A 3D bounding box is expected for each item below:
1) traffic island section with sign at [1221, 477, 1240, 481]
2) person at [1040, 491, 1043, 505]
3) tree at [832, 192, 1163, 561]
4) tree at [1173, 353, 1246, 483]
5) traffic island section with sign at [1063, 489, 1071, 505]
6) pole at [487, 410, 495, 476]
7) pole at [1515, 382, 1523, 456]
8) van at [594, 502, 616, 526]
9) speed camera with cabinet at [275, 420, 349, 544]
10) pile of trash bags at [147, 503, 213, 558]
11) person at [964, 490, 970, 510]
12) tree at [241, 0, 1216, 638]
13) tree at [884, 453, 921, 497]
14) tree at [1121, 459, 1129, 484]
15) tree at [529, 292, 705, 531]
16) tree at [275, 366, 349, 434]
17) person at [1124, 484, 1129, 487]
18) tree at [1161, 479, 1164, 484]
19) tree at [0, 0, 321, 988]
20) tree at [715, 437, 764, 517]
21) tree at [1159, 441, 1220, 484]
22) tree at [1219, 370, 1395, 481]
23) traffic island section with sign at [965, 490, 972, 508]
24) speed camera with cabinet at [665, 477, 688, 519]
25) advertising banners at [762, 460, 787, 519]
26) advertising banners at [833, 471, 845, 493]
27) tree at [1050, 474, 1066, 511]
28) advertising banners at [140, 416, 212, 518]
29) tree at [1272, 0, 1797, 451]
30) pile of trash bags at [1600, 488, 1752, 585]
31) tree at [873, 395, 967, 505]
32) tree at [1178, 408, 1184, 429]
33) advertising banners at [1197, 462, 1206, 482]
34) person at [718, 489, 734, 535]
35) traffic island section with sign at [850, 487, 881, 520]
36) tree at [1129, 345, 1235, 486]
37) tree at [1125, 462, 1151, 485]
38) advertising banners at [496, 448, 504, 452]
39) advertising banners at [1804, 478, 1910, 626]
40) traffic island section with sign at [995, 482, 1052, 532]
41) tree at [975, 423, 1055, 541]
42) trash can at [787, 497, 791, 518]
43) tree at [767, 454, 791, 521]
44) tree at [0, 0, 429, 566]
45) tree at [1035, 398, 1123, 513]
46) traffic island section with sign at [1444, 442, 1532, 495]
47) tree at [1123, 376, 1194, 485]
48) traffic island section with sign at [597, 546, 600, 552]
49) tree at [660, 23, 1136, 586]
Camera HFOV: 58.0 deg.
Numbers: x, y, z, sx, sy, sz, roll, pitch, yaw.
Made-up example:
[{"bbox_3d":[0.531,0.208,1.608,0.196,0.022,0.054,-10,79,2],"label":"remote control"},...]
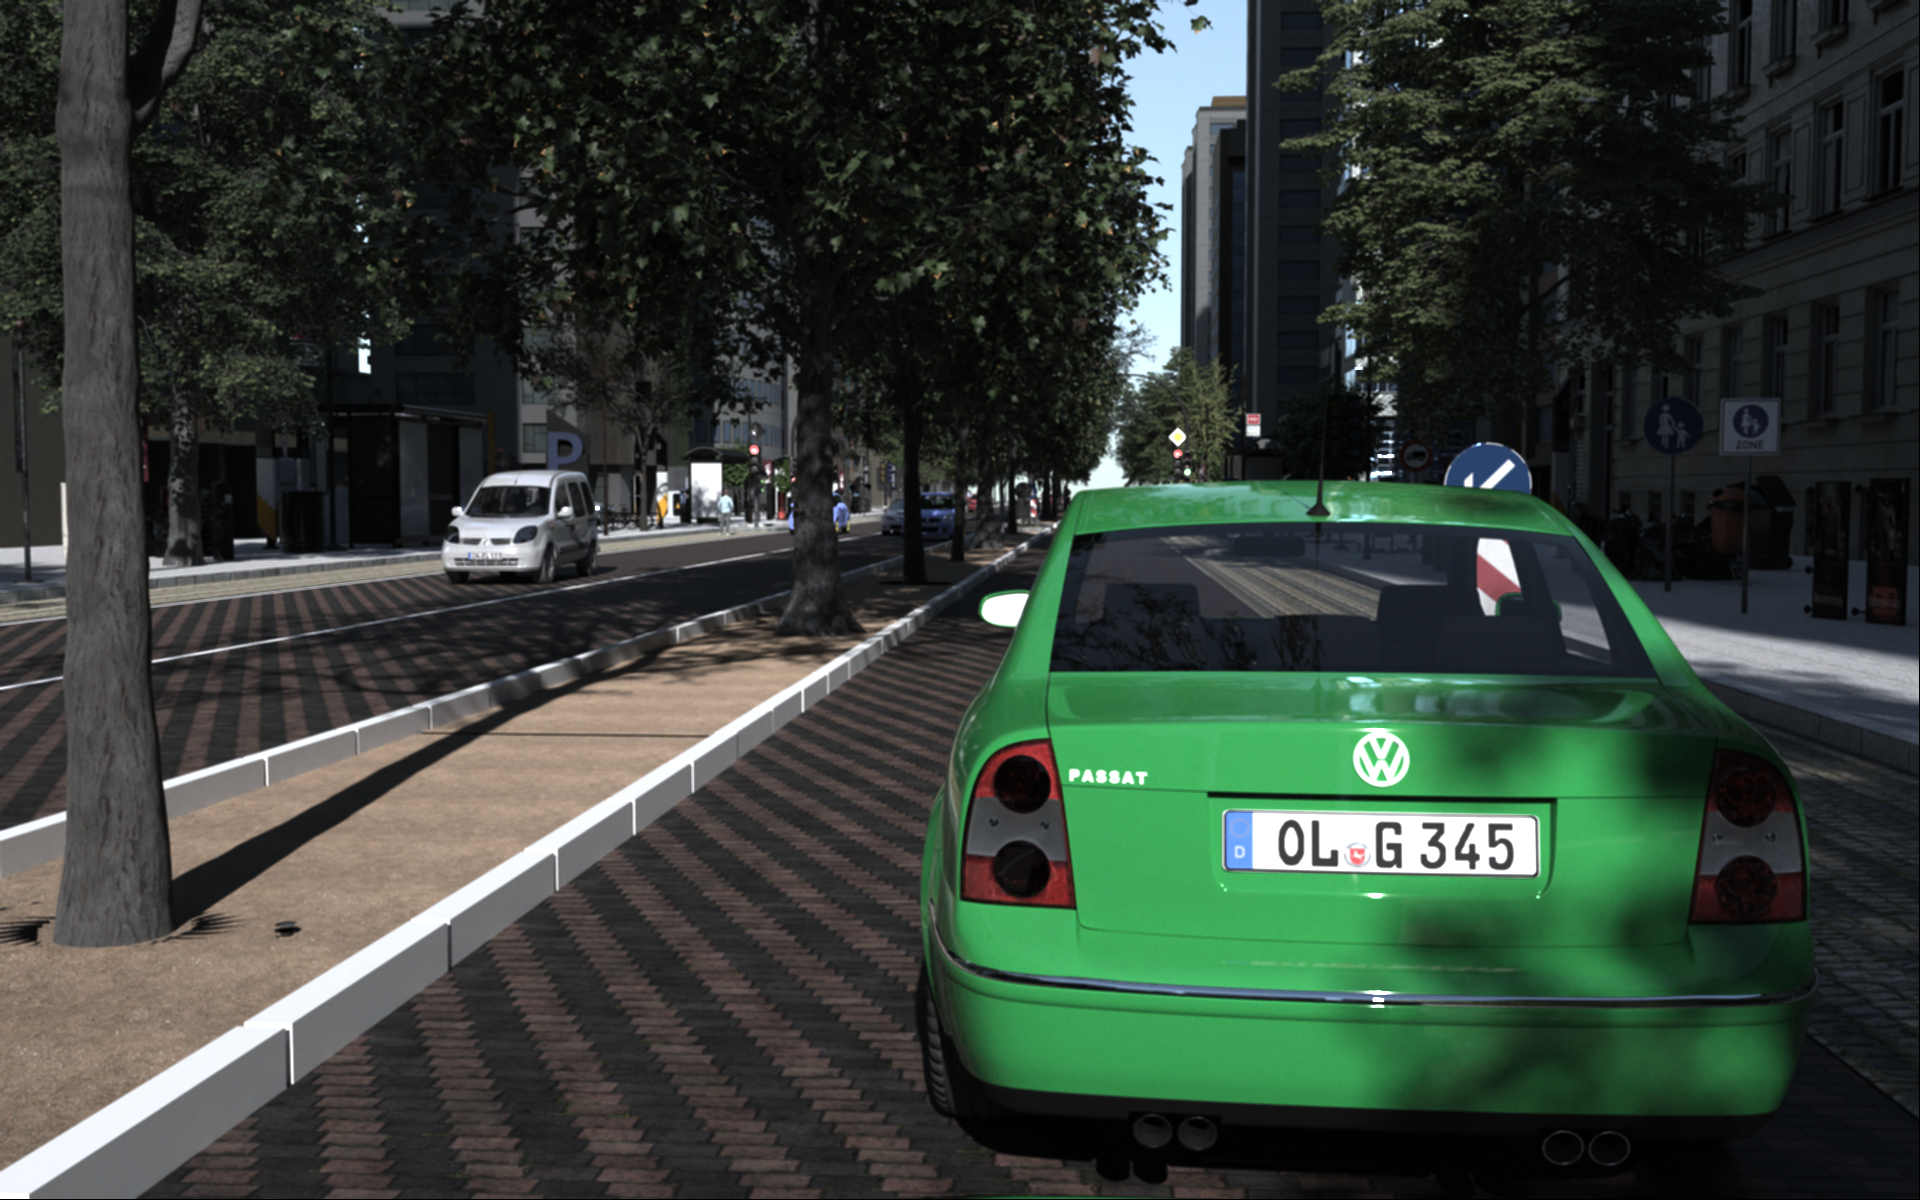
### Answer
[{"bbox_3d":[6.244,-1.981,41.011,1.989,1.847,2.006,0,4,5],"label":"traffic island section with sign"},{"bbox_3d":[11.391,-14.005,237.420,1.348,1.831,0.705,3,5,44],"label":"person"},{"bbox_3d":[-0.104,-6.067,36.066,8.767,10.594,7.601,0,4,5],"label":"tree"},{"bbox_3d":[12.997,-8.619,91.279,4.737,8.622,4.395,0,3,0],"label":"tree"},{"bbox_3d":[9.158,-8.593,148.624,2.006,1.907,1.989,0,4,5],"label":"traffic island section with sign"},{"bbox_3d":[-11.455,-2.967,42.347,0.158,3.312,0.155,0,3,0],"label":"pole"},{"bbox_3d":[10.149,-2.314,31.679,0.158,3.312,0.155,0,3,0],"label":"pole"},{"bbox_3d":[-16.153,-3.905,70.854,4.112,2.044,2.013,0,4,5],"label":"van"},{"bbox_3d":[-16.864,-3.094,44.920,2.038,3.252,0.660,-3,5,-42],"label":"speed camera with cabinet"},{"bbox_3d":[-17.015,-1.603,35.965,3.447,1.369,1.912,1,4,16],"label":"pile of trash bags"},{"bbox_3d":[0.633,-9.184,158.522,0.599,1.838,0.709,1,4,20],"label":"person"},{"bbox_3d":[-1.475,-5.979,17.216,9.611,12.733,9.660,0,3,0],"label":"tree"},{"bbox_3d":[-4.751,-9.504,139.110,4.285,4.588,4.351,0,3,0],"label":"tree"},{"bbox_3d":[27.884,-21.055,262.378,7.486,12.596,7.792,0,3,0],"label":"tree"},{"bbox_3d":[-11.034,-7.628,59.135,8.767,10.594,7.601,1,4,16],"label":"tree"},{"bbox_3d":[-34.010,-8.551,90.166,4.737,8.622,4.395,0,3,0],"label":"tree"},{"bbox_3d":[5.976,-3.259,61.967,0.419,1.800,0.721,1,4,12],"label":"person"},{"bbox_3d":[19.959,-10.674,169.119,1.663,3.219,1.824,0,3,0],"label":"tree"},{"bbox_3d":[-2.756,-5.659,5.357,12.009,13.543,11.850,0,3,0],"label":"tree"},{"bbox_3d":[-12.724,-7.074,99.380,4.285,4.588,4.351,0,3,0],"label":"tree"},{"bbox_3d":[14.525,-7.757,110.541,4.285,4.588,4.351,0,3,0],"label":"tree"},{"bbox_3d":[9.886,-3.809,45.999,4.285,4.588,4.351,0,3,0],"label":"tree"},{"bbox_3d":[0.884,-10.083,173.491,1.989,1.847,2.006,0,4,5],"label":"traffic island section with sign"},{"bbox_3d":[-14.620,-5.942,91.488,0.660,3.252,2.038,3,5,44],"label":"speed camera with cabinet"},{"bbox_3d":[-9.090,-5.658,88.693,2.074,3.025,0.090,0,4,-3],"label":"advertising banners"},{"bbox_3d":[-9.829,-8.409,133.676,2.074,3.025,0.090,-1,4,-19],"label":"advertising banners"},{"bbox_3d":[8.755,-11.811,145.932,4.737,8.622,4.395,0,3,0],"label":"tree"},{"bbox_3d":[-17.789,-2.626,39.123,0.090,3.025,2.074,3,5,43],"label":"advertising banners"},{"bbox_3d":[8.727,-6.648,26.830,7.486,12.596,7.792,0,3,0],"label":"tree"},{"bbox_3d":[10.821,-0.979,25.755,1.912,1.369,3.447,0,3,0],"label":"pile of trash bags"},{"bbox_3d":[-4.518,-13.951,146.220,7.486,12.596,7.792,0,3,0],"label":"tree"},{"bbox_3d":[18.072,-13.417,153.784,7.601,10.594,8.767,-1,4,-11],"label":"tree"},{"bbox_3d":[14.119,-6.097,95.877,2.074,3.025,0.090,0,4,6],"label":"advertising banners"},{"bbox_3d":[-8.129,-3.052,60.216,0.589,1.601,0.330,1,4,19],"label":"person"},{"bbox_3d":[-5.387,-5.430,97.411,1.989,1.847,2.006,0,4,5],"label":"traffic island section with sign"},{"bbox_3d":[17.147,-13.131,132.816,7.486,12.596,7.792,0,3,0],"label":"tree"},{"bbox_3d":[22.751,-16.093,213.480,4.737,8.622,4.395,0,3,0],"label":"tree"},{"bbox_3d":[-17.606,-4.193,64.742,0.090,3.025,2.074,1,4,18],"label":"advertising banners"},{"bbox_3d":[9.105,-1.272,16.991,0.090,3.025,2.074,-1,4,-14],"label":"advertising banners"},{"bbox_3d":[2.379,-3.561,66.356,2.006,1.907,1.989,0,4,5],"label":"traffic island section with sign"},{"bbox_3d":[1.272,-6.065,51.975,4.360,8.622,3.978,0,3,0],"label":"tree"},{"bbox_3d":[-8.728,-4.822,90.497,0.748,1.137,0.748,0,3,0],"label":"trash can"},{"bbox_3d":[-8.377,-5.468,84.008,1.663,3.219,1.824,0,3,0],"label":"tree"},{"bbox_3d":[-14.003,-7.599,30.891,9.857,13.997,8.962,0,3,0],"label":"tree"},{"bbox_3d":[7.424,-13.485,129.593,9.857,13.997,8.962,0,3,0],"label":"tree"},{"bbox_3d":[4.027,-0.337,14.142,1.989,1.847,2.006,0,4,5],"label":"traffic island section with sign"},{"bbox_3d":[20.934,-16.946,183.727,9.857,13.997,8.962,0,3,0],"label":"tree"},{"bbox_3d":[-9.918,-2.062,42.347,1.989,1.847,2.006,0,4,5],"label":"traffic island section with sign"},{"bbox_3d":[-0.813,-6.047,27.079,9.928,11.665,9.643,0,3,0],"label":"tree"}]
